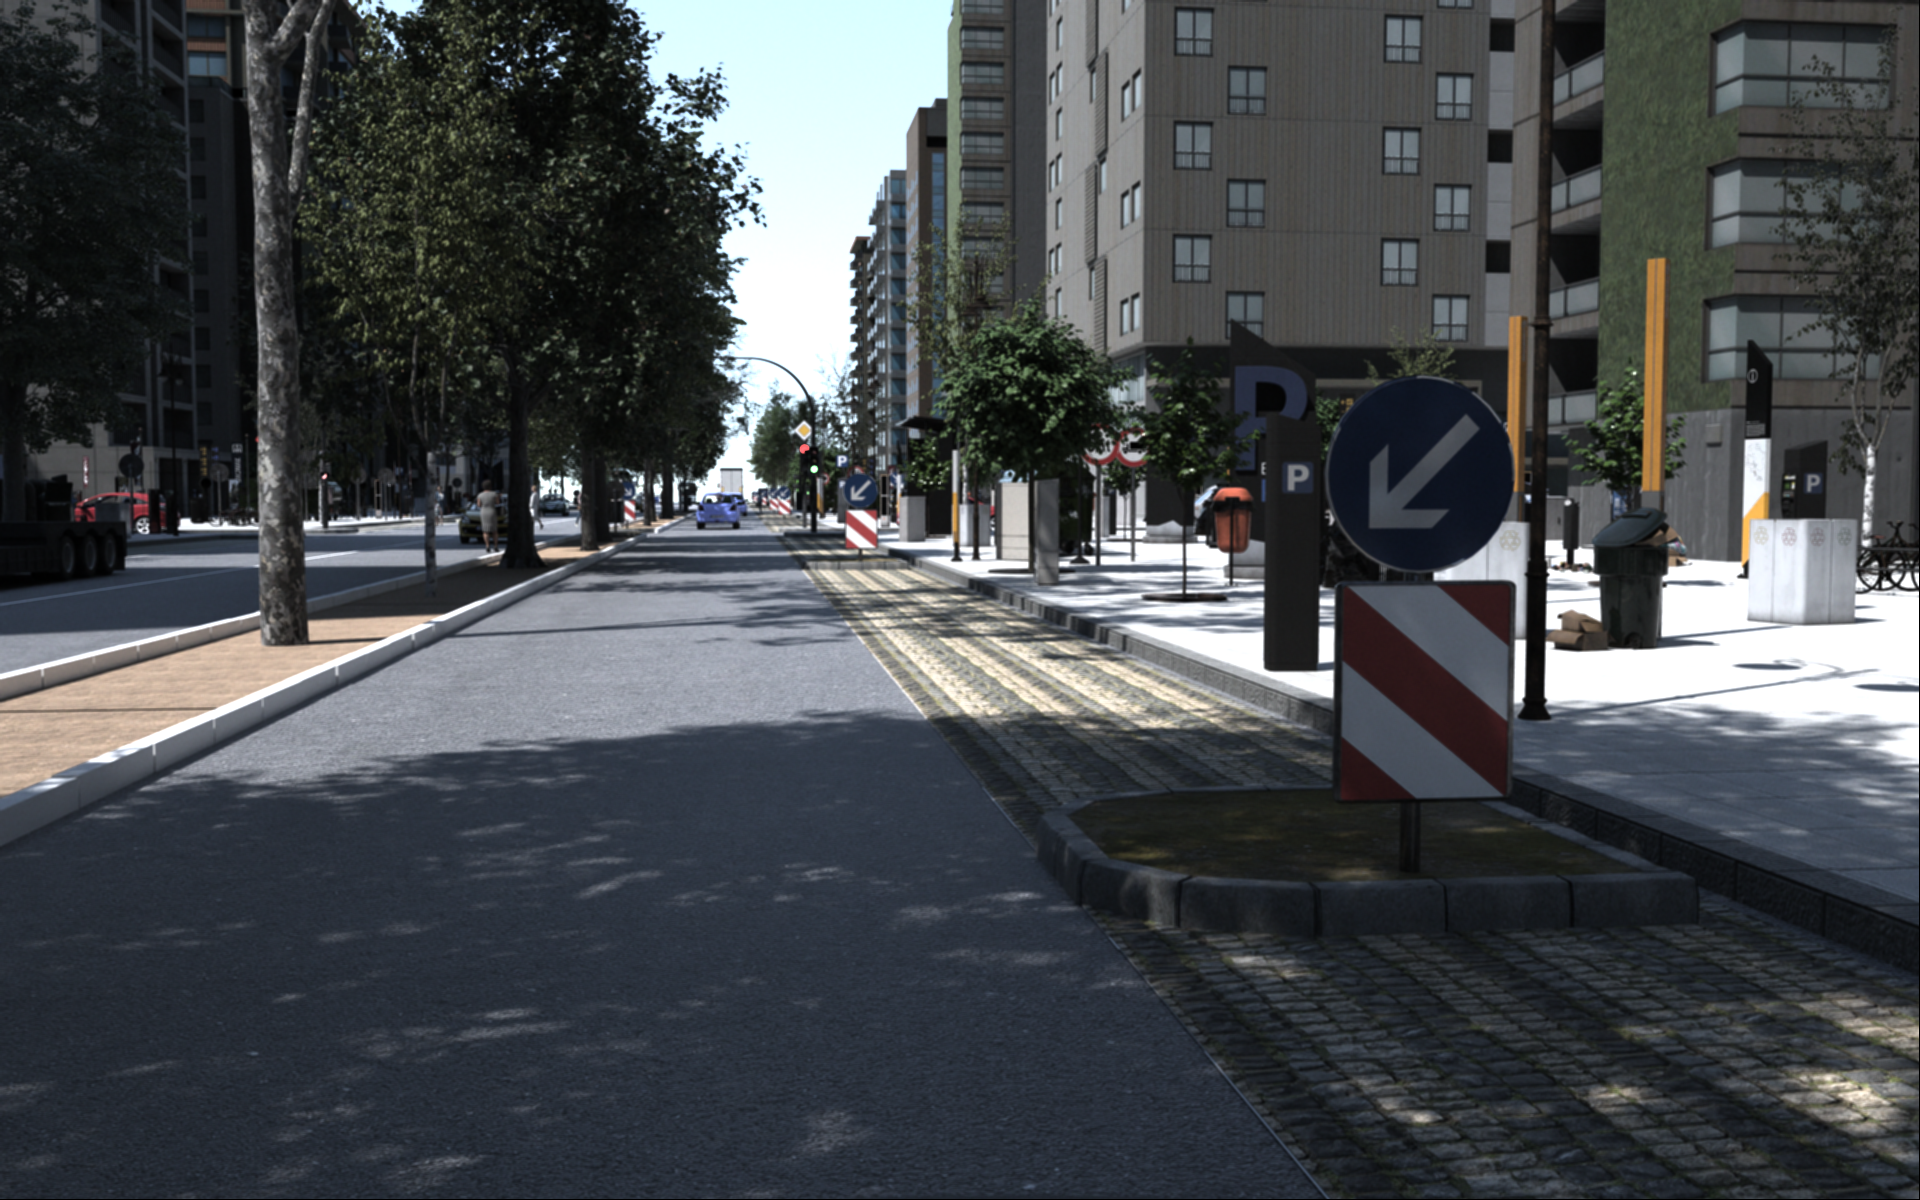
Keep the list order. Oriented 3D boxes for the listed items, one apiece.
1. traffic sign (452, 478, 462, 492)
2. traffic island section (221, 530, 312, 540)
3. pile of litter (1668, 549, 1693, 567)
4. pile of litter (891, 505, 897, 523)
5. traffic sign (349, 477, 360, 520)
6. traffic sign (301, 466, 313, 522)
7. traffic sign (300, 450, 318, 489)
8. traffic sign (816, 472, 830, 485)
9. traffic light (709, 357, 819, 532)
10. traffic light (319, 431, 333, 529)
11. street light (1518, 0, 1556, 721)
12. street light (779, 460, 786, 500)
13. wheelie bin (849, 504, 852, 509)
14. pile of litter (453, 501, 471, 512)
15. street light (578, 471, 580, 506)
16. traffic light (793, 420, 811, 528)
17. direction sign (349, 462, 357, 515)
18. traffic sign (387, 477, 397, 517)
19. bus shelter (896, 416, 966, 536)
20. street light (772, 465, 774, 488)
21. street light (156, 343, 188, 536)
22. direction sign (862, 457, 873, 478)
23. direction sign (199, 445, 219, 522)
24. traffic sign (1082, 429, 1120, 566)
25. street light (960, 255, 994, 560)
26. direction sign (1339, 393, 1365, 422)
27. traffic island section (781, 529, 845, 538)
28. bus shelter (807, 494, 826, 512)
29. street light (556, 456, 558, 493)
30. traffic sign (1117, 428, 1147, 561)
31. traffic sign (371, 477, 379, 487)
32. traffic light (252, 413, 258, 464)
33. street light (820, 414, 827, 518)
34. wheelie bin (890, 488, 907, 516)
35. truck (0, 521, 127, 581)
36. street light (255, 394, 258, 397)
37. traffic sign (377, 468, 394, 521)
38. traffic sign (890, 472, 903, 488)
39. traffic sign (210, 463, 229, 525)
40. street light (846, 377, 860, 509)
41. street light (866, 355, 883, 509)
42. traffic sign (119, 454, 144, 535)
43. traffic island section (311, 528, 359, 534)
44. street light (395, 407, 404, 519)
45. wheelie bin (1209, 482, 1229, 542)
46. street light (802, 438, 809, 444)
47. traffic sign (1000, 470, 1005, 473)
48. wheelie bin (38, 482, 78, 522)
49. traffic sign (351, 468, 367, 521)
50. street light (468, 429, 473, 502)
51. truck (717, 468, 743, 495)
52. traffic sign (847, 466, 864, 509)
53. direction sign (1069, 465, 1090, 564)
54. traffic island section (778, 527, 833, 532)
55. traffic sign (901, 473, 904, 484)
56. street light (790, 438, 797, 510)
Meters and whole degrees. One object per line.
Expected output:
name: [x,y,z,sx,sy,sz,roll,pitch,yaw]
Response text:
traffic sign: [-39.457,-8.307,135.921,0.768,2.556,0.104,0,4,-2]
traffic island section: [-22.323,-2.045,55.724,2.009,0.180,2.903,0,4,-7]
pile of litter: [12.498,-1.044,31.040,1.719,0.858,1.176,-1,4,-22]
pile of litter: [-2.449,-3.874,77.298,1.176,0.858,1.719,3,4,36]
traffic sign: [-30.059,-5.273,86.322,0.768,2.556,0.104,0,4,-3]
traffic sign: [-29.711,-4.806,78.681,0.768,2.556,0.104,0,4,-1]
traffic sign: [-31.020,-5.303,80.584,2.265,3.308,0.079,0,4,0]
traffic sign: [-7.874,-6.090,99.676,0.768,2.556,0.104,0,4,-4]
traffic light: [-6.977,-5.061,57.414,4.771,5.953,1.251,0,4,-7]
traffic light: [-21.229,-5.452,63.814,4.771,5.953,1.251,0,4,-7]
street light: [3.281,-2.259,9.717,0.468,5.910,1.993,0,4,-7]
street light: [-16.984,-11.937,167.957,0.468,5.910,1.993,0,4,-7]
wheelie bin: [-8.062,-7.238,126.249,0.980,1.594,0.693,-1,4,-17]
pile of litter: [-35.981,-6.763,124.540,1.719,0.858,1.176,0,4,-2]
street light: [-41.096,-13.086,186.736,0.468,5.910,1.993,0,4,-7]
traffic light: [-5.924,-4.698,65.740,0.839,4.253,0.868,0,4,-7]
direction sign: [-37.992,-7.120,108.402,0.876,3.537,0.379,2,4,32]
traffic sign: [-31.323,-5.748,95.167,0.795,2.450,0.064,0,4,-3]
bus shelter: [-0.915,-3.912,55.242,1.731,3.624,6.357,0,4,-7]
street light: [-22.990,-14.863,215.791,0.468,5.910,1.993,0,4,-7]
street light: [-23.985,-4.895,52.818,0.468,5.910,1.993,0,4,-7]
direction sign: [-5.680,-7.020,106.774,0.876,3.537,0.379,1,4,20]
direction sign: [-34.729,-5.394,80.196,0.876,3.537,0.379,0,4,-2]
traffic sign: [2.480,-1.890,31.014,0.768,2.556,0.104,0,4,1]
street light: [0.315,-3.723,33.654,0.468,5.910,1.993,0,4,-7]
direction sign: [8.953,-2.873,38.965,0.876,3.537,0.379,2,4,25]
traffic island section: [-4.872,-2.181,57.938,2.009,0.180,2.903,0,4,-7]
bus shelter: [-10.582,-8.176,124.963,1.731,3.624,6.357,0,4,-7]
street light: [-38.031,-11.640,163.095,0.468,5.910,1.993,0,4,-7]
traffic sign: [3.302,-2.011,32.990,0.768,2.556,0.104,0,4,-2]
traffic sign: [-35.644,-6.335,105.712,0.606,2.300,0.079,0,4,1]
traffic light: [-22.282,-4.078,55.595,0.839,4.253,0.868,0,4,-7]
street light: [-7.262,-7.318,92.438,0.468,5.910,1.993,0,4,-7]
wheelie bin: [-3.198,-5.096,91.225,0.693,1.594,0.980,3,5,43]
truck: [-14.791,-1.955,21.715,2.967,4.110,18.799,-1,4,-9]
street light: [-25.432,-5.557,63.652,0.468,5.910,1.993,0,4,-7]
traffic sign: [-27.773,-5.116,83.747,0.768,2.556,0.104,0,4,-4]
traffic sign: [-3.617,-6.018,98.497,0.768,2.556,0.104,0,4,1]
traffic sign: [-30.614,-4.373,71.608,0.768,2.556,0.104,0,4,-6]
street light: [-4.223,-5.861,68.610,0.468,5.910,1.993,0,4,-7]
street light: [-2.857,-5.194,57.714,0.468,5.910,1.993,0,4,-7]
traffic sign: [-26.052,-3.325,54.476,0.768,2.556,0.104,0,4,-4]
traffic island section: [-23.334,-2.530,63.646,2.009,0.180,2.903,0,4,-7]
street light: [-28.265,-7.005,87.323,0.468,5.910,1.993,0,4,-7]
wheelie bin: [7.126,-2.359,46.482,0.693,1.594,0.980,-3,4,-36]
street light: [-10.356,-8.793,116.546,0.468,5.910,1.993,0,4,-7]
traffic sign: [1.642,-3.438,56.317,0.768,2.556,0.104,0,4,-4]
wheelie bin: [-24.035,-2.343,46.213,0.980,1.594,0.693,-1,4,-15]
traffic sign: [-28.767,-5.062,82.864,0.768,2.556,0.104,0,4,-2]
street light: [-31.525,-8.497,111.714,0.468,5.910,1.993,0,4,-7]
truck: [-25.254,-12.348,190.795,2.839,4.237,11.283,-1,4,-9]
traffic sign: [-4.672,-4.741,77.626,0.768,2.556,0.104,0,4,-3]
direction sign: [2.206,-2.433,31.783,0.379,3.537,0.876,3,5,40]
traffic island section: [-5.883,-2.665,65.859,2.009,0.180,2.903,0,4,-7]
traffic sign: [-3.651,-6.224,101.876,0.768,2.556,0.104,0,4,-3]
street light: [-13.842,-10.462,143.843,0.468,5.910,1.993,0,4,-7]
